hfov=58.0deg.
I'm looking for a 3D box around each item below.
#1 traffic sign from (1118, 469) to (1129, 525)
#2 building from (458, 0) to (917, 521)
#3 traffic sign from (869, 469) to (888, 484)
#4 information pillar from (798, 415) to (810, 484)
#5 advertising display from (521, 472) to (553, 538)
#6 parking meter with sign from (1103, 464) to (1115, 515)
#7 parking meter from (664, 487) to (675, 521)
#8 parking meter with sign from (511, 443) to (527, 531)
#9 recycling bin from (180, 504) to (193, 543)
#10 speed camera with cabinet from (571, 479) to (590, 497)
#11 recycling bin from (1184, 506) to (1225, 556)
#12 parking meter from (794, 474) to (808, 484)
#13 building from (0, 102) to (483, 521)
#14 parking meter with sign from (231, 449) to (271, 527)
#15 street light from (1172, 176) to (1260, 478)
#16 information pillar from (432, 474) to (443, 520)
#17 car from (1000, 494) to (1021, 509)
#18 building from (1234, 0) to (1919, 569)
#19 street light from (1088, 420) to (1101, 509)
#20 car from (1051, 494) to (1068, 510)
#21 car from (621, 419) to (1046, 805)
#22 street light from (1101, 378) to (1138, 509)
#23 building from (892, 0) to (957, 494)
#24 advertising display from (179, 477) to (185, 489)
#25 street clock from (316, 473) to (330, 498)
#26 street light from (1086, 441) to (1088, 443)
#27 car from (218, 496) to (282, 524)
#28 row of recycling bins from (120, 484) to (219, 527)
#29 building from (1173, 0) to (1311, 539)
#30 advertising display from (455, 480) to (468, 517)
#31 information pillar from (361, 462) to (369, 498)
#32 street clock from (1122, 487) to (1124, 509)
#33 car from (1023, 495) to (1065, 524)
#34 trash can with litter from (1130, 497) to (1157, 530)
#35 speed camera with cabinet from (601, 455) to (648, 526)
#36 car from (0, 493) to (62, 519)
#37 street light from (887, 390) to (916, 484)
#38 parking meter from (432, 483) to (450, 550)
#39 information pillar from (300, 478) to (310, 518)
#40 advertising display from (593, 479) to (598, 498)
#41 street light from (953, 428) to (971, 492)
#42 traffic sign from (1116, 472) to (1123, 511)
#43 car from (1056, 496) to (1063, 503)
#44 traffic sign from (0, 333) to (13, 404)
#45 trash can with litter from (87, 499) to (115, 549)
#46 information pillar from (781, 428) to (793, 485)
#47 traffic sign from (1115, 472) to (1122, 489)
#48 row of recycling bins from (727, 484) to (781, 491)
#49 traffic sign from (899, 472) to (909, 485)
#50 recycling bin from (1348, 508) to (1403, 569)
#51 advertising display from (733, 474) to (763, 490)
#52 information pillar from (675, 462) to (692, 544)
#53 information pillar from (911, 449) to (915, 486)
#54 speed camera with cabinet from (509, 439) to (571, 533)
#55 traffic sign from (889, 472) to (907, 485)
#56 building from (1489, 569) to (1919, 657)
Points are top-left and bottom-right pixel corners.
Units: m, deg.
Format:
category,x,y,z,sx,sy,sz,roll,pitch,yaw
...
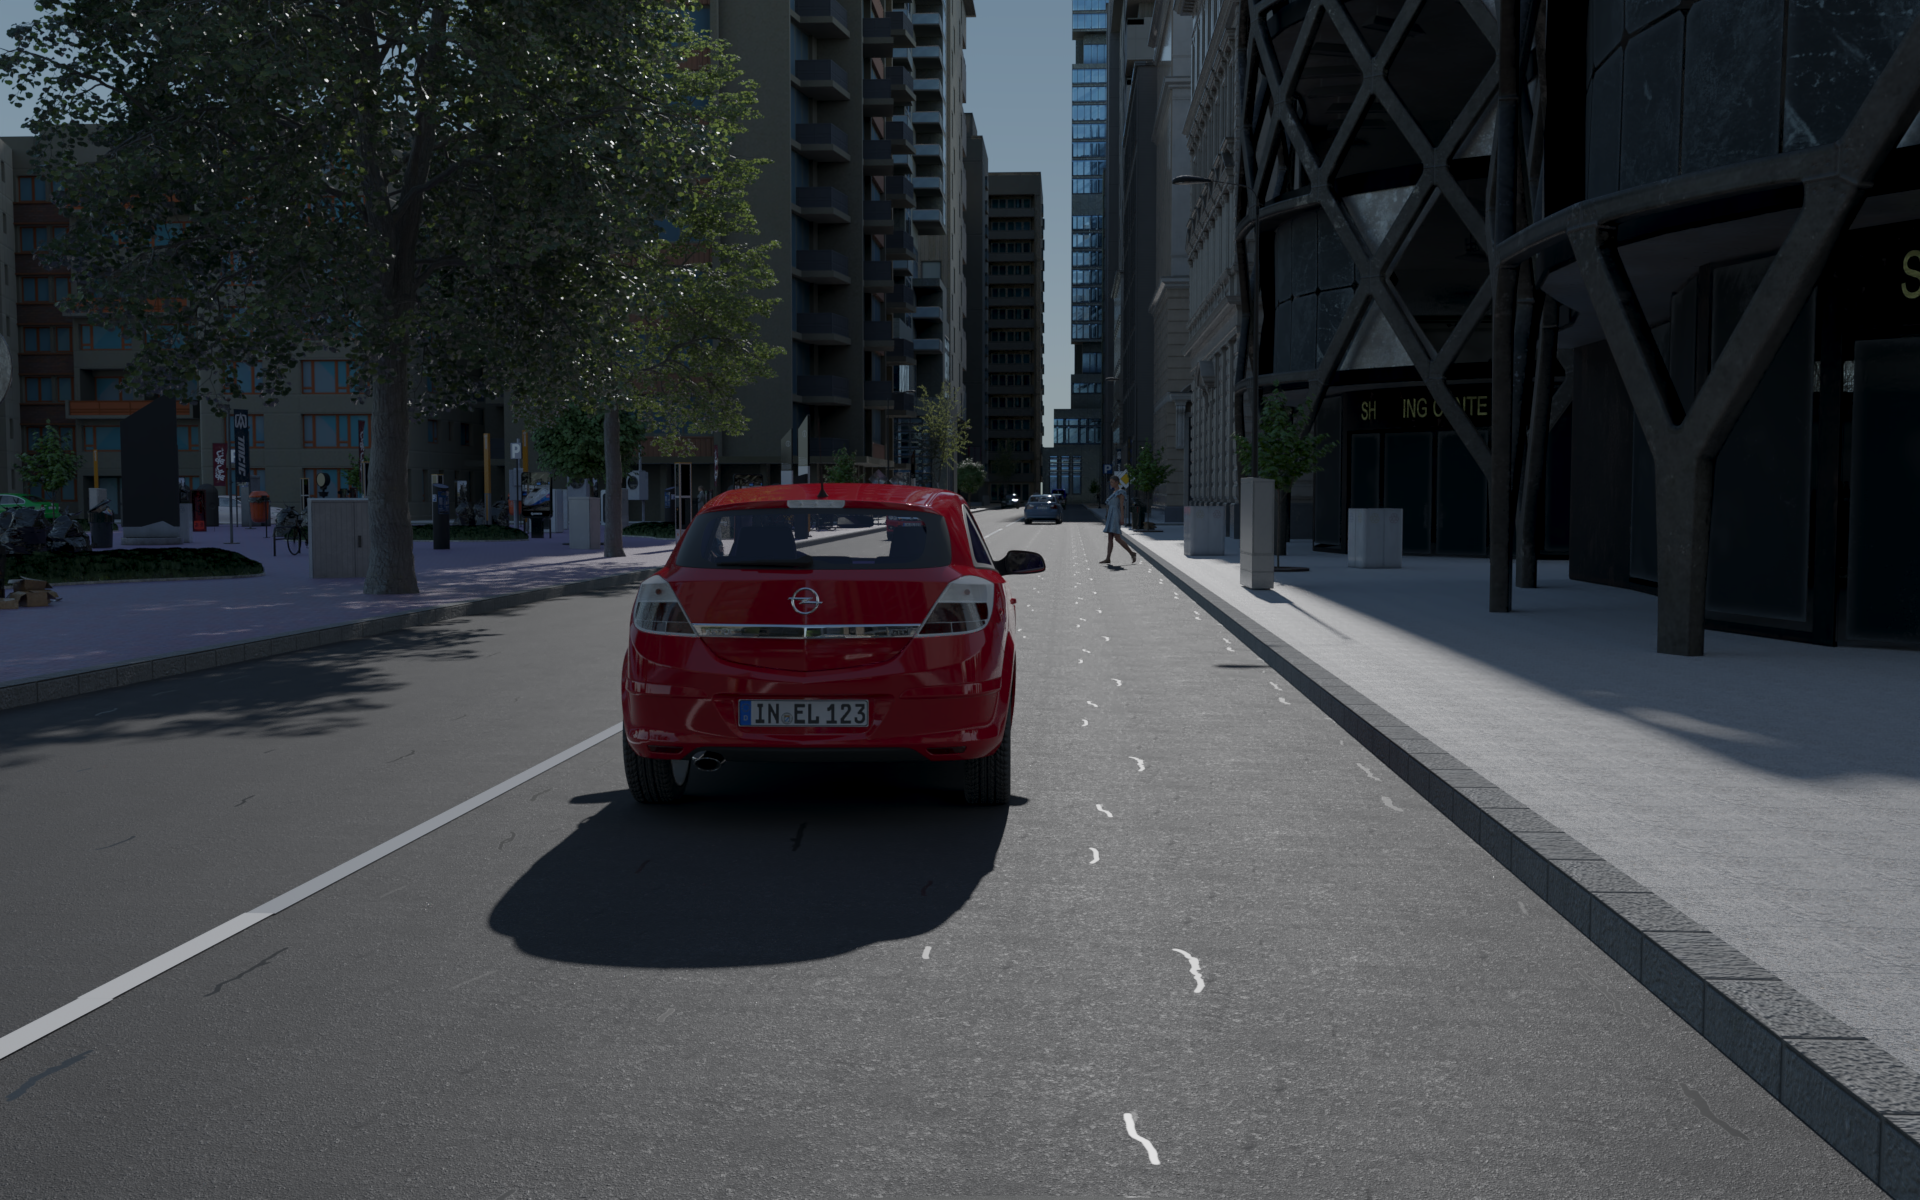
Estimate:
category,x,y,z,sx,sy,sz,roll,pitch,yaw
traffic sign,6.629,-4.011,69.222,0.795,2.450,0.064,0,4,4
building,-14.020,-26.789,92.620,22.147,44.769,28.867,0,4,4
traffic sign,-3.294,-4.050,69.864,0.795,2.450,0.064,0,4,4
information pillar,-4.625,-3.679,51.505,0.183,3.616,0.504,-3,5,-41
advertising display,-12.273,-2.755,50.259,0.974,1.923,0.123,1,4,17
parking meter with sign,8.758,-6.389,100.724,0.543,3.016,1.738,0,4,-8
parking meter,-9.850,-3.086,58.865,0.372,1.533,0.369,0,3,0
parking meter with sign,-14.582,-3.874,59.606,0.543,3.016,1.738,2,4,35
recycling bin,-20.641,-2.021,45.596,0.722,1.027,0.722,-1,4,-16
speed camera with cabinet,-24.862,-7.307,113.798,2.038,3.252,0.660,1,4,22
recycling bin,5.115,-1.451,36.280,0.722,1.027,0.722,0,4,-5
parking meter,-4.546,-2.671,49.387,0.399,1.863,0.255,0,4,8
building,-40.170,-15.252,94.407,28.899,21.520,27.650,0,4,4
parking meter with sign,-27.789,-4.382,67.900,0.543,3.016,1.738,1,4,18
street light,3.790,-3.233,25.400,1.470,5.913,1.316,0,4,4
information pillar,-19.520,-3.686,64.752,0.304,2.012,0.304,2,4,30
car,4.868,-9.643,167.447,2.009,1.686,4.222,0,4,3
building,14.683,-10.503,39.171,16.820,18.784,16.811,0,4,4
street light,8.957,-8.339,108.882,1.470,5.913,1.316,0,4,4
car,8.946,-9.188,160.010,2.009,1.686,4.222,0,4,3
car,-0.598,-0.028,9.492,2.155,1.783,4.494,0,4,2
street light,6.505,-5.911,69.181,1.470,5.913,1.316,0,4,4
building,-11.032,-49.934,129.096,22.319,86.520,31.000,0,4,4
advertising display,-28.818,-3.593,63.959,0.123,1.923,0.974,0,4,-6
street clock,-21.545,-3.308,58.649,0.471,2.002,0.358,2,4,32
street light,11.748,-10.985,152.140,1.470,5.913,1.316,0,4,4
car,-31.280,-3.821,74.836,4.827,1.381,2.083,0,4,4
row of recycling bins,-30.899,-3.708,67.736,3.534,1.692,1.069,-1,4,-19
building,13.151,-13.983,57.502,11.050,23.489,19.941,0,4,4
advertising display,-22.646,-4.492,78.657,0.123,1.923,0.974,1,4,12
information pillar,-13.363,-2.125,39.234,0.304,2.012,0.304,-2,4,-28
street clock,7.452,-4.604,79.845,0.358,2.002,0.471,-1,4,-15
car,4.054,-4.401,83.961,2.014,1.417,4.499,0,4,5
trash can with litter,6.630,-3.111,62.258,0.624,1.170,1.055,-3,5,-45
speed camera with cabinet,-13.367,-4.562,68.927,2.038,3.252,0.660,2,4,31
car,-42.755,-4.199,77.448,4.718,1.807,1.959,0,4,3
street light,-2.679,-6.428,77.644,1.470,5.913,1.316,0,4,4
parking meter,-12.043,-1.944,40.200,0.372,1.533,0.369,0,3,0
information pillar,-30.228,-4.616,79.958,0.304,2.012,0.304,-3,5,-41
advertising display,-13.698,-3.574,63.641,0.123,1.923,0.974,3,4,36
street light,0.058,-9.100,121.326,1.470,5.913,1.316,0,4,4
traffic sign,7.129,-4.498,77.192,0.795,2.450,0.064,0,4,4
car,5.820,-6.325,115.780,2.083,1.381,4.827,0,4,4
traffic sign,-7.018,-0.738,12.177,0.768,2.556,0.104,0,4,7
trash can with litter,-20.518,-1.801,40.838,1.055,1.170,0.624,-1,4,-17
information pillar,-6.134,-4.294,61.568,0.504,3.616,0.183,2,4,33
traffic sign,7.271,-4.656,78.251,0.606,2.300,0.079,0,4,4
row of recycling bins,-7.516,-3.695,67.529,3.534,1.692,1.069,-3,5,-45
traffic sign,-2.680,-4.863,81.634,0.606,2.300,0.079,1,4,10
recycling bin,7.213,-1.073,30.099,0.722,1.027,0.722,-1,4,-11
advertising display,-6.763,-3.065,55.324,0.974,1.923,0.123,-2,4,-24
information pillar,-6.458,-2.199,40.448,0.304,2.012,0.304,-2,4,-30
information pillar,-2.459,-6.107,91.200,0.183,3.616,0.504,-1,4,-22
speed camera with cabinet,-15.122,-4.151,62.197,2.038,3.252,0.660,-1,4,-13
traffic sign,-2.794,-4.538,77.833,0.795,2.450,0.064,0,4,4
building,13.782,-9.136,16.820,16.820,18.784,16.811,0,4,4
